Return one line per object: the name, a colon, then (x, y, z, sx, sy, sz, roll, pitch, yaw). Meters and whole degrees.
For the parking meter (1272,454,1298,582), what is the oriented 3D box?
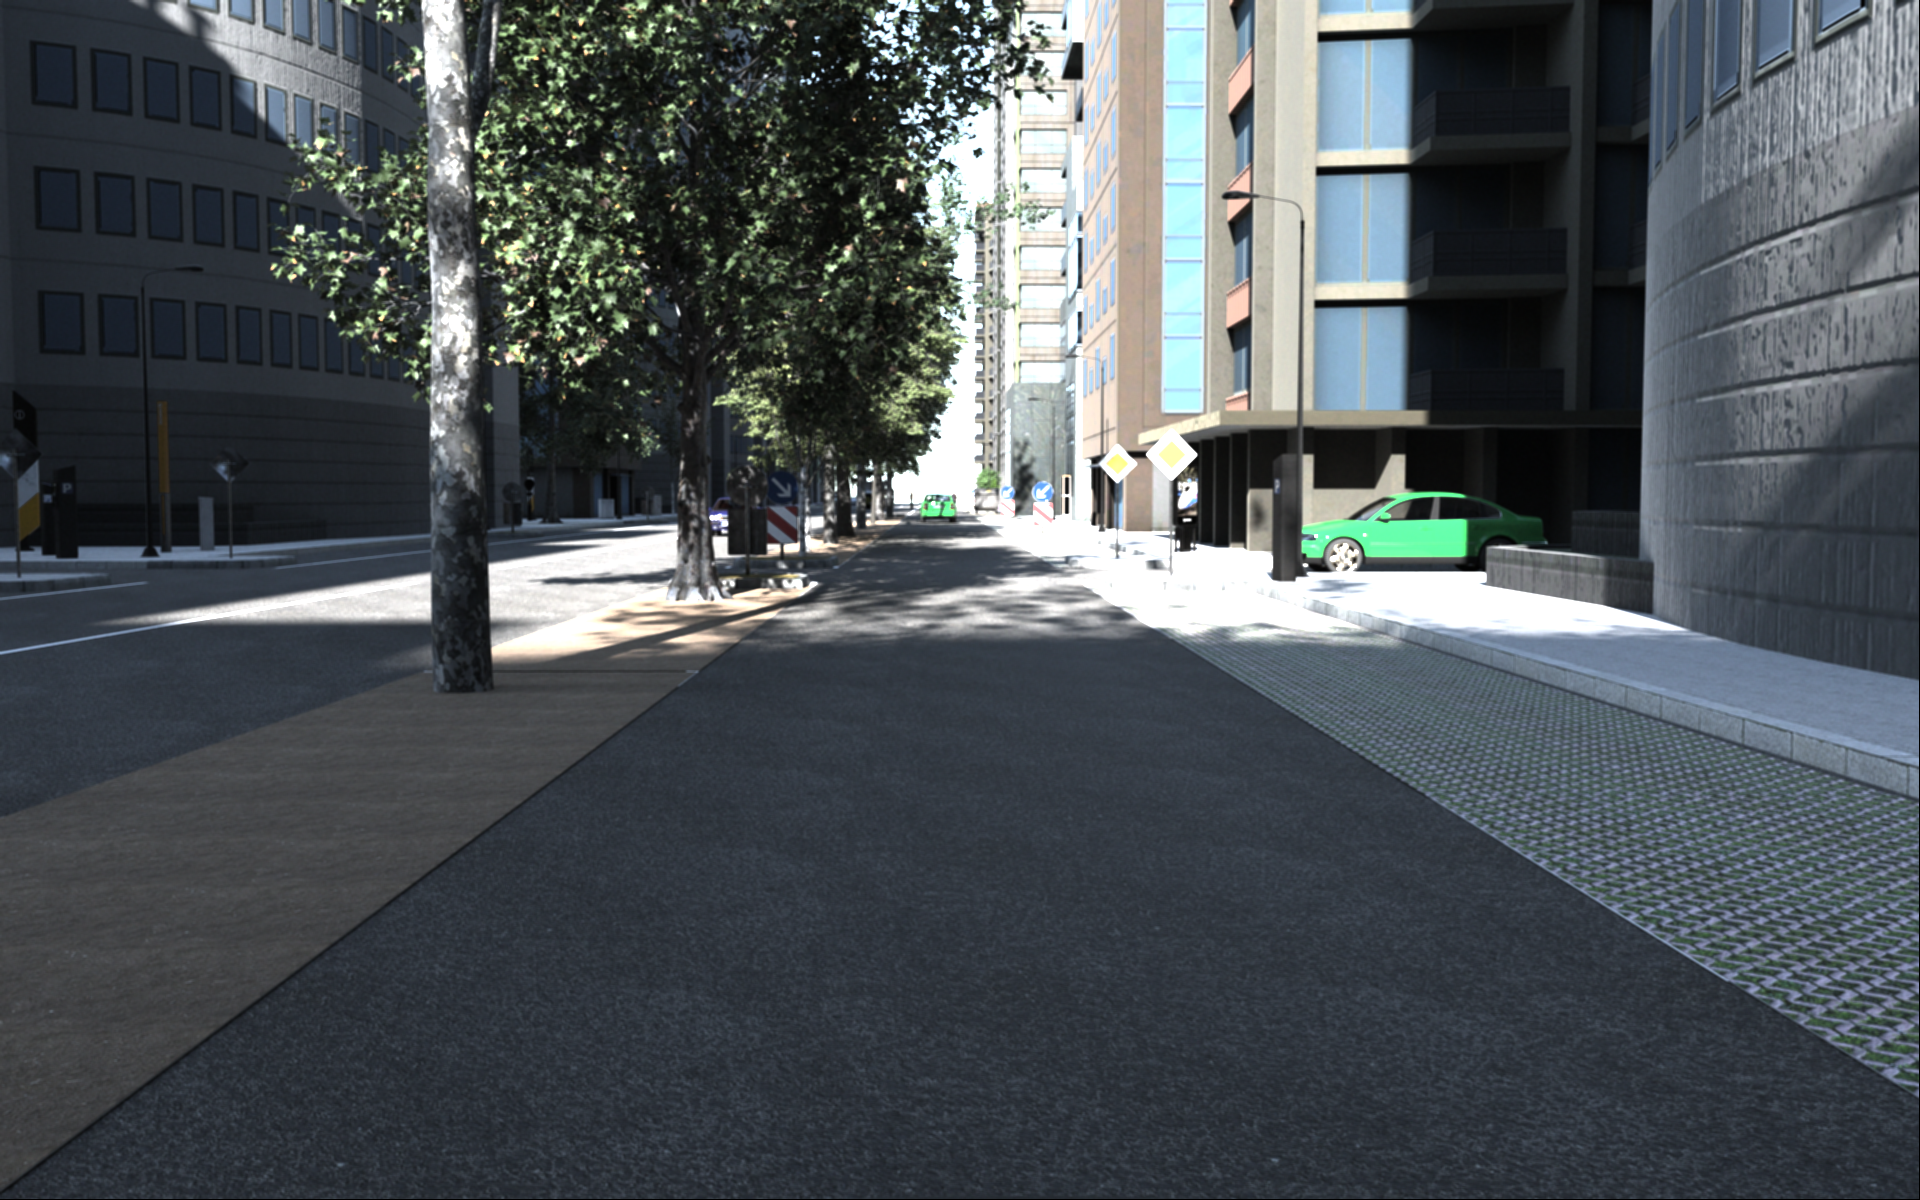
parking meter: (4.769, -1.207, 25.442, 0.255, 1.863, 0.399, -1, 4, -11)

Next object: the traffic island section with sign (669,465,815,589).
traffic island section with sign: (-3.381, -1.151, 26.957, 2.006, 1.907, 1.989, 0, 4, -1)

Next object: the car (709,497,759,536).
car: (-7.815, -2.910, 60.162, 1.945, 1.354, 3.894, 0, 4, -2)

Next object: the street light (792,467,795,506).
street light: (-18.122, -13.547, 194.042, 1.470, 5.913, 1.316, 0, 4, -1)

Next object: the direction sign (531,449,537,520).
direction sign: (-21.060, -5.707, 85.309, 0.379, 3.537, 0.876, -1, 4, -9)

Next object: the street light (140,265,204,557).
street light: (-16.037, -3.837, 35.276, 1.470, 5.913, 1.316, 0, 4, -1)

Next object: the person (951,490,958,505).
person: (-0.627, -7.669, 134.411, 0.750, 1.759, 0.617, -2, 4, -33)

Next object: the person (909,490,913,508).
person: (-4.873, -10.099, 173.637, 0.705, 1.822, 1.348, -1, 4, -16)

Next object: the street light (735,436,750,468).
street light: (-17.260, -10.092, 137.547, 1.470, 5.913, 1.316, 0, 4, -1)

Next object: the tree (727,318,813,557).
tree: (-3.460, -5.182, 37.540, 4.737, 8.622, 4.395, 0, 3, 0)

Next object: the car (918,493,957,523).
car: (-1.114, -4.780, 86.942, 1.959, 1.807, 4.718, 0, 4, -2)

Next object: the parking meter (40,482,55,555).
parking meter: (-19.093, -1.710, 36.370, 0.372, 1.533, 0.369, 0, 3, 0)

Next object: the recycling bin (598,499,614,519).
recycling bin: (-18.213, -4.687, 89.180, 0.722, 1.027, 0.722, -1, 4, -20)

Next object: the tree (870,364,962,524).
tree: (-4.169, -8.864, 81.796, 8.767, 10.594, 7.601, 0, 4, -1)

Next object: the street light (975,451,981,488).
street light: (2.602, -13.053, 185.960, 1.470, 5.913, 1.316, 0, 4, -1)

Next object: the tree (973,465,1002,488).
tree: (3.151, -13.055, 197.166, 4.285, 4.588, 4.351, 0, 3, 0)

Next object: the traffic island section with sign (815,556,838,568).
traffic island section with sign: (-3.471, -1.604, 34.364, 2.006, 1.907, 1.989, 0, 4, -1)

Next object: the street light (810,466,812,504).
street light: (-18.487, -15.164, 220.469, 1.470, 5.913, 1.316, 0, 4, -1)

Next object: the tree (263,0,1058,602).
tree: (-3.555, -6.322, 22.836, 9.611, 12.733, 9.660, 0, 3, 0)

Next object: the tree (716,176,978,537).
tree: (-3.838, -9.066, 57.339, 9.857, 13.997, 8.962, 0, 3, 0)

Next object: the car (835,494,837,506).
car: (-13.205, -10.368, 181.321, 2.131, 1.459, 4.920, 0, 4, 1)

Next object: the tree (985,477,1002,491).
tree: (3.923, -12.199, 194.047, 1.663, 3.219, 1.824, 0, 3, 0)

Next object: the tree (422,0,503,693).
tree: (-2.389, -9.345, 11.142, 12.611, 20.169, 13.585, 0, 3, 0)

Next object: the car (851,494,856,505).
car: (-12.415, -11.573, 201.218, 2.014, 1.417, 4.499, 0, 4, -2)

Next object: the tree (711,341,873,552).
tree: (-3.734, -5.465, 42.176, 4.360, 8.622, 3.978, 0, 3, 0)

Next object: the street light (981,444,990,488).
street light: (2.921, -11.456, 159.851, 1.470, 5.913, 1.316, 0, 4, -1)

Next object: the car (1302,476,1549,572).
car: (8.077, -1.366, 31.125, 4.718, 1.807, 1.959, 0, 4, -1)

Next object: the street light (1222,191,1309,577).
street light: (4.709, -3.312, 26.699, 1.470, 5.913, 1.316, 0, 4, -1)

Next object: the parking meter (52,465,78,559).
parking meter: (-17.837, -1.761, 34.506, 0.255, 1.863, 0.399, 3, 5, 44)

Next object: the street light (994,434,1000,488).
street light: (3.293, -9.859, 133.743, 1.470, 5.913, 1.316, 0, 4, -1)

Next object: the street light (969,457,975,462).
street light: (2.164, -14.946, 216.907, 1.470, 5.913, 1.316, 0, 4, -1)

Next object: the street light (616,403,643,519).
street light: (-16.711, -7.031, 87.493, 1.470, 5.913, 1.316, 0, 4, -1)

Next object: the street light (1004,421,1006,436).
street light: (3.473, -8.397, 109.835, 1.470, 5.913, 1.316, 0, 4, -1)

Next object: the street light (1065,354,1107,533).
street light: (4.191, -5.203, 57.618, 1.470, 5.913, 1.316, 0, 4, -1)

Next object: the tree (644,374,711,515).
tree: (-17.579, -9.593, 107.212, 4.360, 8.622, 3.978, 0, 3, 0)

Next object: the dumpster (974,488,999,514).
dumpster: (1.879, -7.058, 123.621, 1.865, 1.857, 1.264, 0, 4, -1)

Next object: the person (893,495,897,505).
person: (-8.911, -13.796, 234.748, 0.721, 1.739, 1.217, -2, 4, -28)

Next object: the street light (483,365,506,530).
street light: (-16.317, -5.434, 61.386, 1.470, 5.913, 1.316, 0, 4, -1)

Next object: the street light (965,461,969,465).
street light: (1.770, -16.543, 243.015, 1.470, 5.913, 1.316, 0, 4, -1)

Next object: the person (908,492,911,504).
person: (-7.135, -14.886, 251.960, 0.705, 1.814, 1.350, -3, 4, -36)

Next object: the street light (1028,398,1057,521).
street light: (3.992, -6.800, 83.729, 1.470, 5.913, 1.316, 0, 4, -1)

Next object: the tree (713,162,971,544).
tree: (-3.593, -7.832, 48.630, 7.486, 12.596, 7.792, 0, 3, 0)
